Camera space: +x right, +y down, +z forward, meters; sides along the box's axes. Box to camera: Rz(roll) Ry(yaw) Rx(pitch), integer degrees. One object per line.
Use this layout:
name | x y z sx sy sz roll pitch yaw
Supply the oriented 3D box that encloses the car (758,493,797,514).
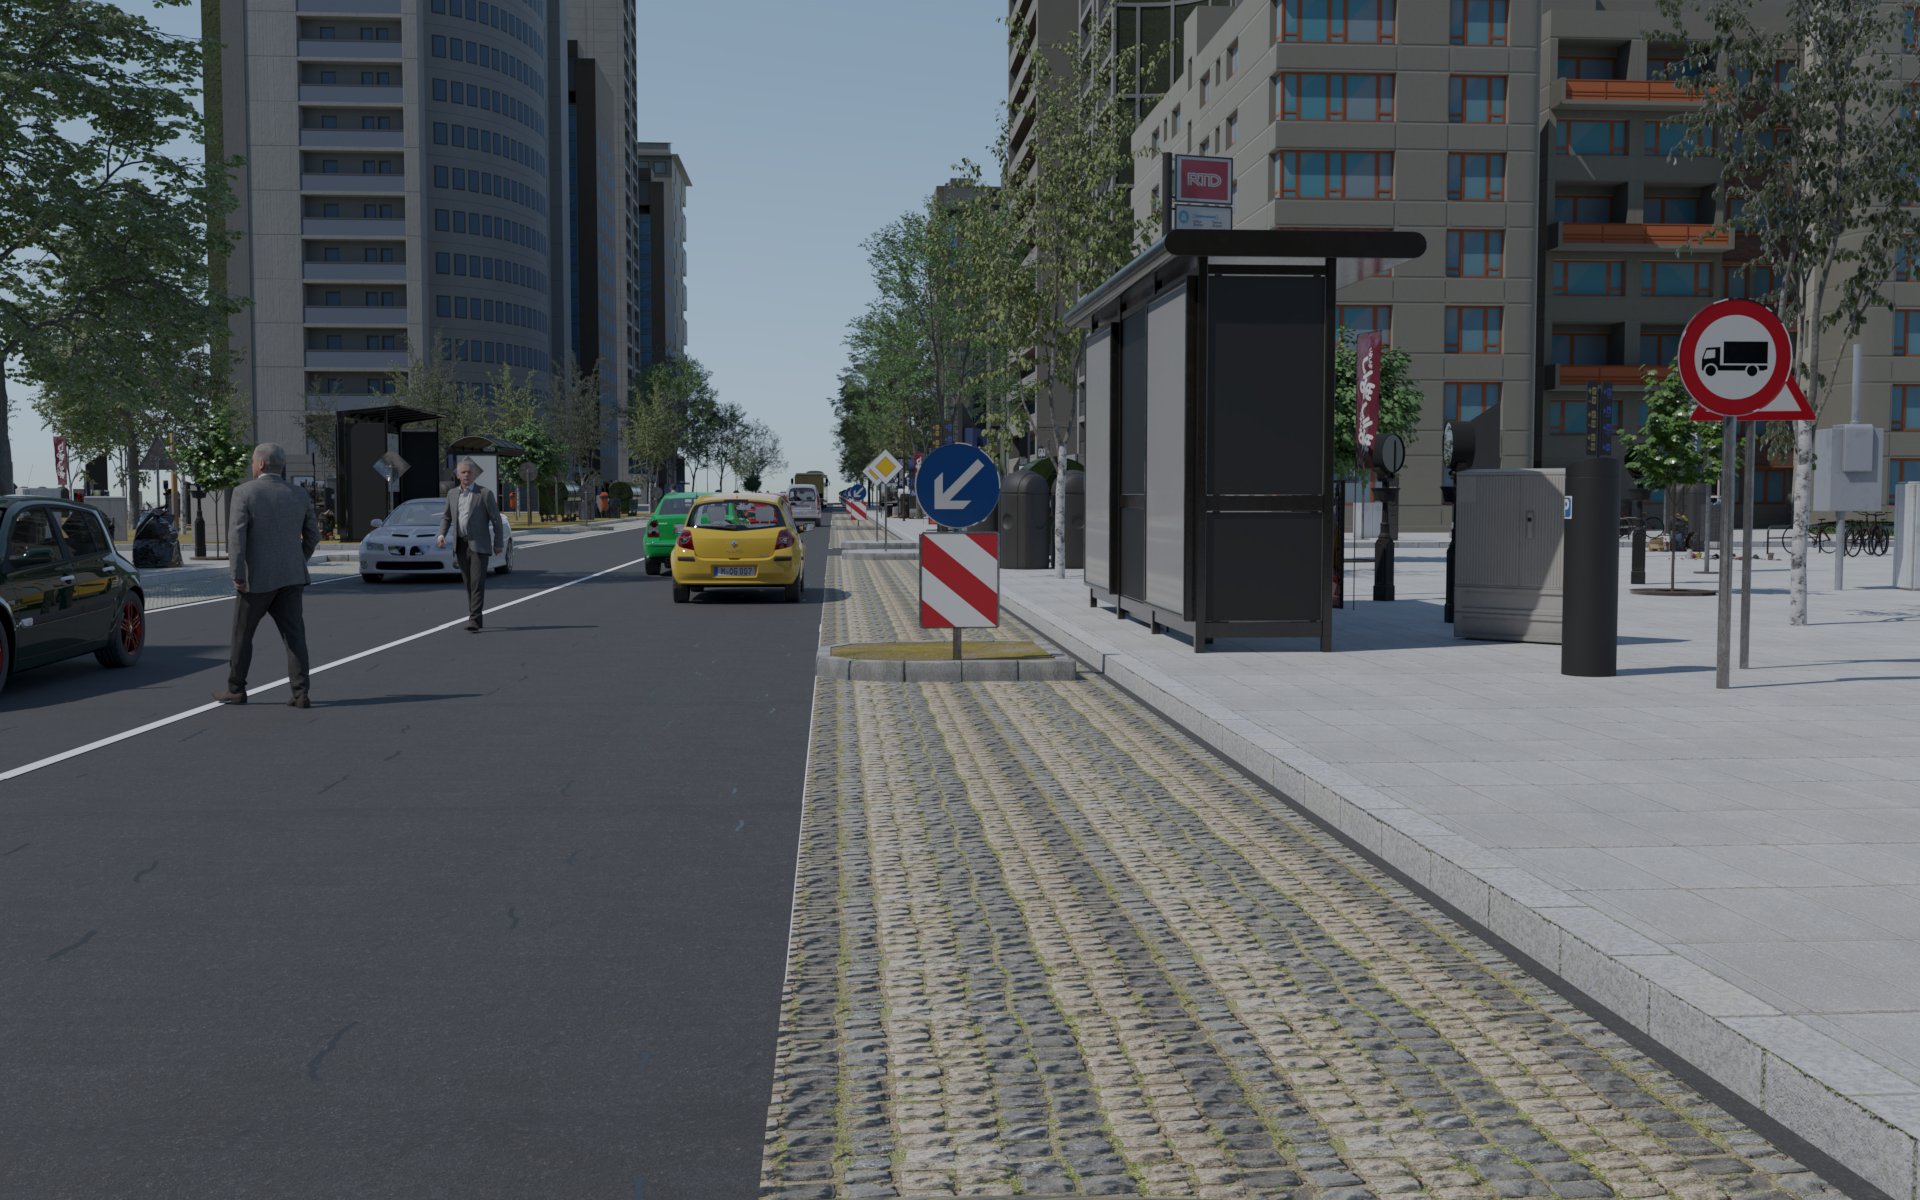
car | -7.542 -3.637 68.499 2.155 1.783 4.494 0 4 -6

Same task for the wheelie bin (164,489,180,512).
wheelie bin | -45.385 -5.630 99.958 0.693 1.594 0.980 2 4 28

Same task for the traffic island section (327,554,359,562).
traffic island section | -12.448 -0.958 37.950 2.009 0.180 2.903 0 4 -4

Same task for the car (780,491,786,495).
car | -23.497 -13.741 233.343 2.281 1.827 5.304 0 4 -2

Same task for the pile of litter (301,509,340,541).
pile of litter | -17.729 -2.070 47.815 1.176 0.858 1.719 -1 4 -19

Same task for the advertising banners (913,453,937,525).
advertising banners | -1.096 -4.680 72.712 2.074 3.025 0.090 2 4 31

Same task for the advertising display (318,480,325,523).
advertising display | -29.068 -4.450 77.966 0.974 1.923 0.123 -2 4 -32

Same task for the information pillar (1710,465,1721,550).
information pillar | 17.444 -2.165 39.887 0.304 2.012 0.304 -2 4 -27

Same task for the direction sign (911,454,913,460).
direction sign | -2.521 -6.512 98.469 0.379 3.537 0.876 -3 4 -36

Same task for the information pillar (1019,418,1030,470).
information pillar | 1.898 -3.651 51.052 0.183 3.616 0.504 -2 4 -29

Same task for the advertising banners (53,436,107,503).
advertising banners | -26.382 -3.408 51.914 2.074 3.025 0.090 1 4 22

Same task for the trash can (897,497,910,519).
trash can | -2.946 -4.817 90.407 0.748 1.137 0.748 0 3 0

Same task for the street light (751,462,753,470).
street light | -29.287 -16.572 243.745 0.468 5.910 1.993 0 4 -4

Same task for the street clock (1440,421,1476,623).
street clock | 4.950 -0.775 17.240 0.358 2.002 0.471 0 4 3

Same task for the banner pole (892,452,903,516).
banner pole | -3.659 -6.932 103.358 0.863 3.779 0.401 0 4 -6

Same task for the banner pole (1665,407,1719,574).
banner pole | 11.972 -2.326 28.055 0.401 3.779 0.863 -1 4 -19

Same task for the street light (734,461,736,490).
street light | -26.599 -14.213 205.163 0.468 5.910 1.993 0 4 -4

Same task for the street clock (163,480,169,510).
street clock | -41.378 -5.242 90.277 0.358 2.002 0.471 -2 4 -29

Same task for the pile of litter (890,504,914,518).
pile of litter | -3.070 -4.799 92.429 1.176 0.858 1.719 -1 4 -22

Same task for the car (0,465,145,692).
car | -7.582 -0.192 12.922 2.009 1.686 4.222 0 4 -5

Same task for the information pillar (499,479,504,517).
information pillar | -21.750 -4.727 81.775 0.304 2.012 0.304 -2 4 -31

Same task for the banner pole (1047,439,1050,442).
banner pole | 3.869 -5.456 79.216 0.863 3.779 0.401 3 4 39

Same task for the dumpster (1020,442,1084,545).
dumpster | 1.786 -1.869 33.045 1.502 2.255 1.985 0 4 -4

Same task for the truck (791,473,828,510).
truck | -13.669 -9.860 157.137 3.469 3.379 9.791 0 4 -5

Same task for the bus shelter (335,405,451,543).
bus shelter | -15.802 -3.507 48.623 1.731 3.624 6.357 0 4 -4

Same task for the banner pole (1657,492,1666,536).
banner pole | 21.664 -3.870 53.298 0.401 3.779 0.863 0 4 8

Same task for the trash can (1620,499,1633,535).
trash can | 20.711 -2.603 54.217 0.748 1.137 0.748 0 3 0

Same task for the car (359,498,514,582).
car | -8.930 -1.068 29.828 2.083 1.381 4.827 0 4 -4

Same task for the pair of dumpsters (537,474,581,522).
pair of dumpsters | -18.653 -4.769 80.471 1.574 2.255 4.437 0 4 -4

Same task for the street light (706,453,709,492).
street light | -23.431 -11.489 160.626 0.468 5.910 1.993 0 4 -4

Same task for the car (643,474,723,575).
car | -4.767 -1.425 32.092 1.959 1.807 4.718 0 4 -3

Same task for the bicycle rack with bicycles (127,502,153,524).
bicycle rack with bicycles | -35.277 -3.700 73.883 2.852 0.926 2.925 0 4 6

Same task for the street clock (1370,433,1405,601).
street clock | 5.096 -0.990 20.763 0.471 2.002 0.358 -3 5 -41

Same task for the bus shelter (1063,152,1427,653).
bus shelter | 2.369 -2.475 18.092 2.179 5.291 8.768 0 4 -4

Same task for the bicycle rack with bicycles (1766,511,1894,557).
bicycle rack with bicycles | 18.636 -1.417 36.558 2.925 0.926 2.852 -2 4 -28

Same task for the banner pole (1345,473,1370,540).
banner pole | 11.155 -3.589 48.691 0.863 3.779 0.401 -2 4 -24

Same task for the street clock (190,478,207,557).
street clock | -15.578 -1.890 35.467 0.358 2.002 0.471 -3 4 -36

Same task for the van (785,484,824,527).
van | -7.033 -4.286 77.096 2.013 2.044 4.112 0 4 -5

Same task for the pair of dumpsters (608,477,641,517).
pair of dumpsters | -19.403 -5.963 99.994 1.574 2.255 4.437 0 4 -4

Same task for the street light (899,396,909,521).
street light | -2.650 -6.666 81.780 0.468 5.910 1.993 0 4 -4

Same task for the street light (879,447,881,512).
street light | -5.618 -9.060 120.916 0.468 5.910 1.993 0 4 -4

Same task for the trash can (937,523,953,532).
trash can | -0.444 -2.707 55.907 0.748 1.137 0.748 0 3 0

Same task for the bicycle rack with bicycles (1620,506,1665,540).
bicycle rack with bicycles | 18.448 -2.228 49.816 2.925 0.926 2.852 3 4 37

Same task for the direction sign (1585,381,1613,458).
direction sign | 12.881 -2.629 34.980 0.876 3.537 0.379 -3 4 -37

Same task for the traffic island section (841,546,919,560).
traffic island section | -1.635 -1.006 38.726 2.009 0.180 2.903 0 4 -4

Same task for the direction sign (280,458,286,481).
direction sign | -39.805 -6.691 101.397 0.379 3.537 0.876 2 4 26

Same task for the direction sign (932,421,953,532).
direction sign | -0.543 -3.772 53.667 0.876 3.537 0.379 3 5 43

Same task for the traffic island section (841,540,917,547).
traffic island section | -2.212 -1.493 46.690 2.009 0.180 2.903 0 4 -4

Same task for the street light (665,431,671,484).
street light | -20.669 -9.163 122.608 0.468 5.910 1.993 0 4 -4

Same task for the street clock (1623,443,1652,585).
street clock | 9.656 -1.225 24.606 0.471 2.002 0.358 1 4 18

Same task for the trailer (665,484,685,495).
trailer | -16.824 -5.811 102.057 1.471 1.999 3.904 0 4 -5

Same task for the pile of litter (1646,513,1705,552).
pile of litter | 15.906 -1.514 38.726 1.719 0.858 1.176 1 4 12

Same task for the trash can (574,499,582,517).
trash can | -21.044 -5.138 95.659 0.748 1.137 0.748 0 3 0

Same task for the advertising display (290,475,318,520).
advertising display | -22.831 -3.363 60.196 0.123 1.923 0.974 2 4 27

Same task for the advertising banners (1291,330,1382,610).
advertising banners | 4.193 -1.426 19.508 0.090 3.025 2.074 -1 4 -16

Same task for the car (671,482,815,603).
car | -3.051 -0.861 24.294 2.015 1.641 3.980 0 4 -4

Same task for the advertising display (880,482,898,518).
advertising display | -3.853 -5.432 94.030 0.974 1.923 0.123 0 4 -8

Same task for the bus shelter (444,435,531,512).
bus shelter | -17.001 -4.202 62.624 2.014 3.302 5.546 0 4 -4

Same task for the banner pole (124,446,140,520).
banner pole | -41.595 -5.925 86.896 0.863 3.779 0.401 -1 4 -12
